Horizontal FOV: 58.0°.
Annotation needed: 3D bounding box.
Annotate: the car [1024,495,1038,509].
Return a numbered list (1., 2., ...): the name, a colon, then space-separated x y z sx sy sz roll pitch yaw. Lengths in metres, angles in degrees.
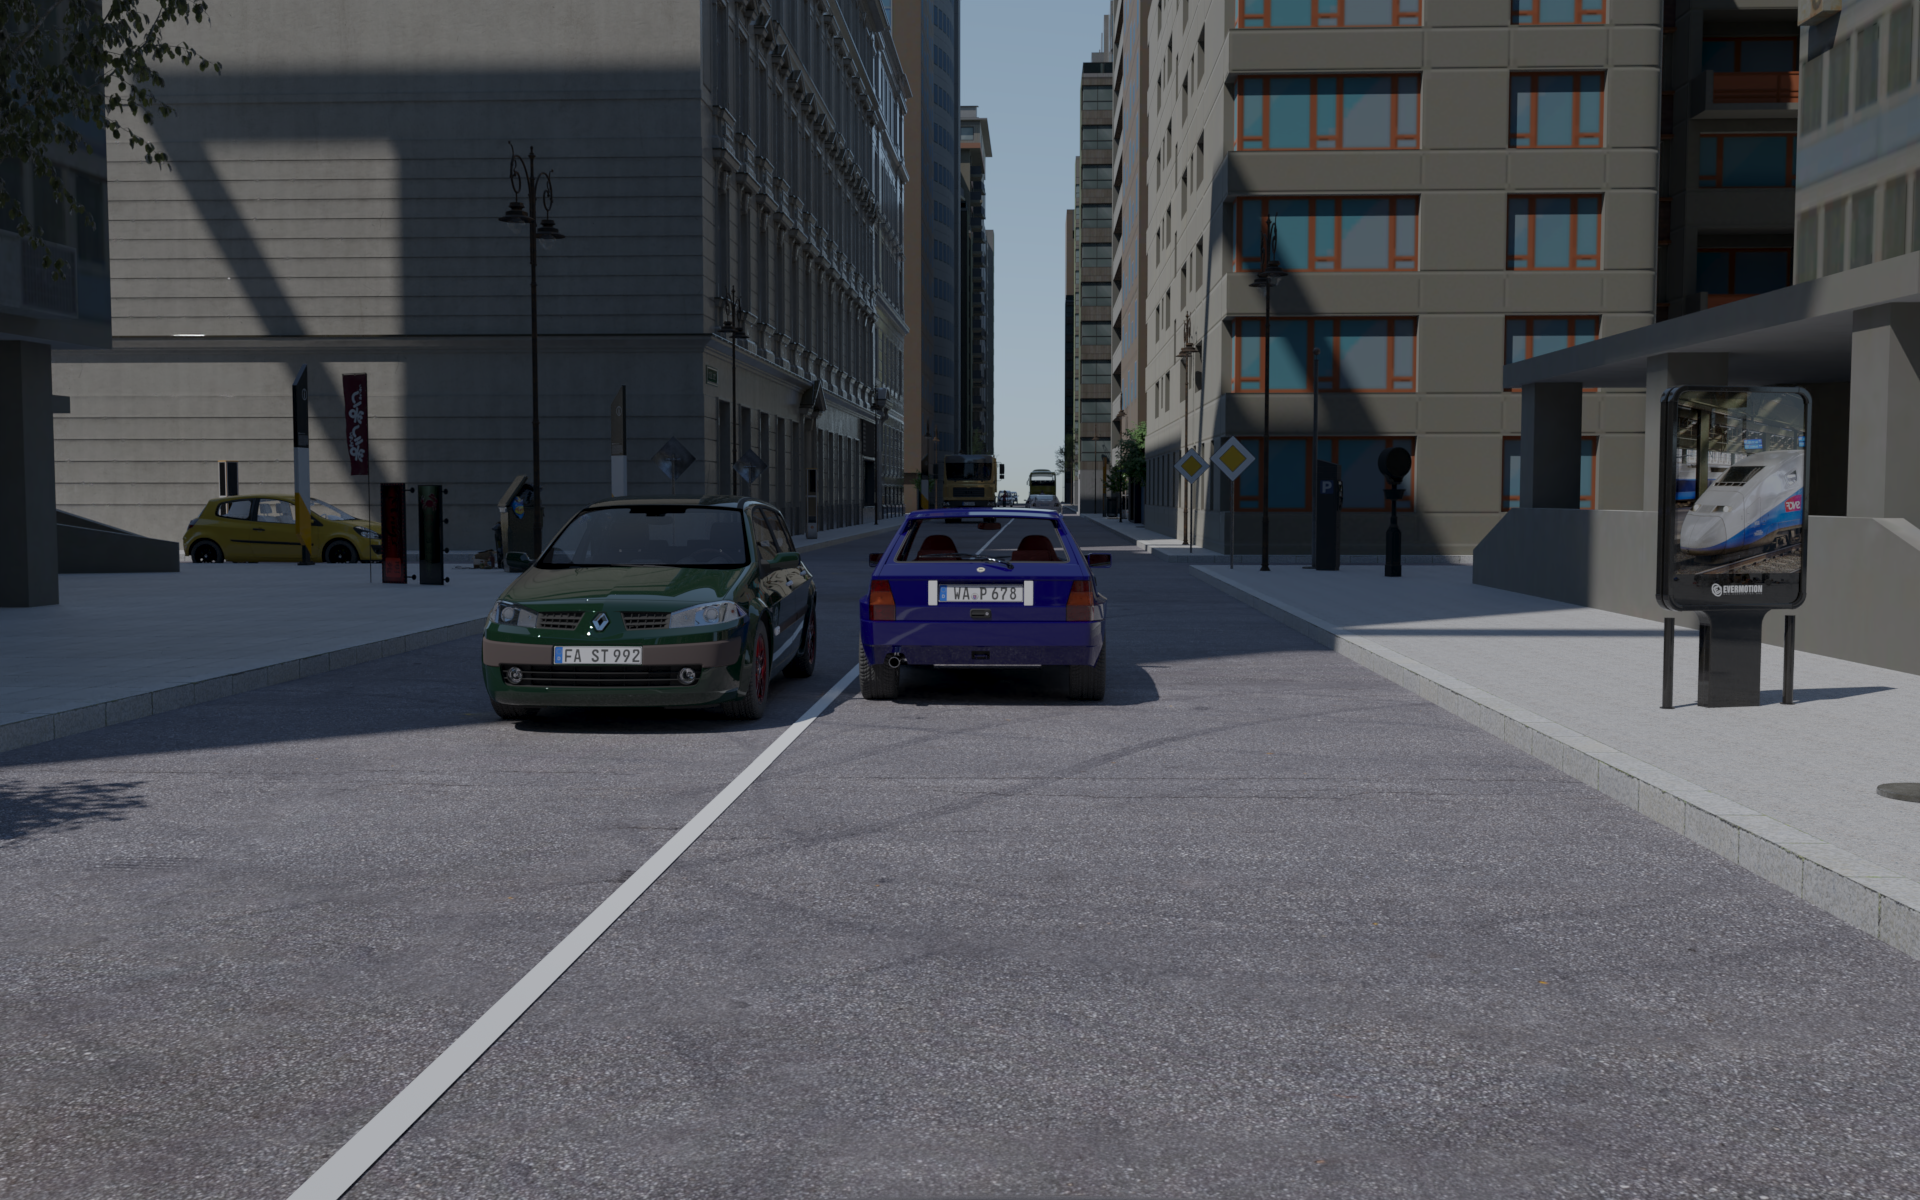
1. car: 6.041 -7.555 135.892 2.083 1.381 4.827 0 4 1

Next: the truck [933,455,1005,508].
1. truck: 0.548 -5.592 87.358 3.469 3.379 9.791 0 4 2

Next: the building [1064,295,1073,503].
1. building: 22.106 -29.273 250.311 14.160 30.474 14.107 0 4 3

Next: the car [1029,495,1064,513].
1. car: 5.098 -5.499 102.268 2.083 1.381 4.827 0 4 5

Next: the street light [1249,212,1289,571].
1. street light: 5.093 -3.422 28.737 0.468 5.910 1.993 0 4 3

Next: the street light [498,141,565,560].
1. street light: -5.684 -3.081 23.159 0.468 5.910 1.993 0 4 3

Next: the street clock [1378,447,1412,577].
1. street clock: 6.723 -1.362 26.831 0.471 2.002 0.358 -1 4 -20

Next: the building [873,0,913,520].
1. building: -9.871 -18.712 91.852 13.634 28.700 20.117 0 4 3

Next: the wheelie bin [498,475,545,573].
1. wheelie bin: -7.207 -1.261 28.525 0.693 1.594 0.980 -2 4 -27

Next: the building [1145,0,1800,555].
1. building: 20.635 -12.473 48.978 28.899 21.520 27.650 0 4 3

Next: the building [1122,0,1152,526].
1. building: 14.346 -25.997 75.154 14.600 45.320 14.200 0 4 3

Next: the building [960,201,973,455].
1. building: -5.982 -24.852 178.023 14.160 30.474 14.107 0 4 3

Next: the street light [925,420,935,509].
1. street light: -1.965 -8.181 106.552 0.468 5.910 1.993 0 4 3

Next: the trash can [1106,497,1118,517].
1. trash can: 8.368 -5.103 95.090 0.748 1.137 0.748 0 3 0

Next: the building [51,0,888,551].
1. building: -12.633 -17.335 59.845 17.030 29.872 44.131 0 4 3

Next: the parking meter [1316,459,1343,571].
1. parking meter: 6.195 -1.427 29.041 0.399 1.863 0.255 2 4 29

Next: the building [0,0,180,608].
1. building: -21.936 -19.684 13.707 23.993 40.220 32.217 0 4 3

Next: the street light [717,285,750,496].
1. street light: -5.014 -4.018 38.478 0.468 5.910 1.993 0 4 3

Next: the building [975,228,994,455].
1. building: -2.041 -35.294 260.658 14.154 41.232 14.086 0 4 3

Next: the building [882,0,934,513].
1. building: -9.137 -28.795 120.915 14.600 45.320 14.200 0 4 3

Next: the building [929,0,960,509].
1. building: -11.072 -36.690 141.883 21.231 58.520 28.212 0 4 3

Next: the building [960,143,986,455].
1. building: -8.134 -34.073 211.711 22.147 44.769 28.867 0 4 3

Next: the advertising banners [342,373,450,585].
1. advertising banners: -8.090 -1.747 24.751 2.074 3.025 0.090 2 4 30

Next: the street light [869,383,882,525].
1. street light: -3.505 -6.082 72.223 0.468 5.910 1.993 0 4 3

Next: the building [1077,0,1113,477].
1. building: 23.873 -33.804 172.299 23.786 49.044 30.456 0 4 3

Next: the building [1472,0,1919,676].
1. building: 23.124 -19.822 15.964 32.217 40.220 23.993 0 4 3

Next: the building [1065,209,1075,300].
1. building: 22.979 -37.545 263.977 14.600 45.320 14.200 0 4 3

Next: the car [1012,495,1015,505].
1. car: 6.339 -13.360 230.445 2.014 1.417 4.499 0 4 1

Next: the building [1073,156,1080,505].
1. building: 20.946 -32.305 211.773 14.154 41.232 14.086 0 4 3

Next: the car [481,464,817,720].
1. car: -2.055 -0.151 12.260 2.009 1.686 4.222 0 4 2

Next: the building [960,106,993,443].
1. building: -10.188 -39.785 239.728 28.713 52.752 27.495 0 4 3

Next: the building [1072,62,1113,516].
1. building: 15.195 -21.264 119.368 14.160 30.474 14.107 0 4 3

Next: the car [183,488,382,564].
1. car: -12.644 -1.395 33.029 3.980 1.641 2.015 0 4 4

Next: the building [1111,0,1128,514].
1. building: 19.998 -29.173 100.678 21.300 48.544 21.600 0 4 3

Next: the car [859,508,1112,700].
1. car: 0.219 -0.050 13.404 1.945 1.354 3.894 0 4 2
